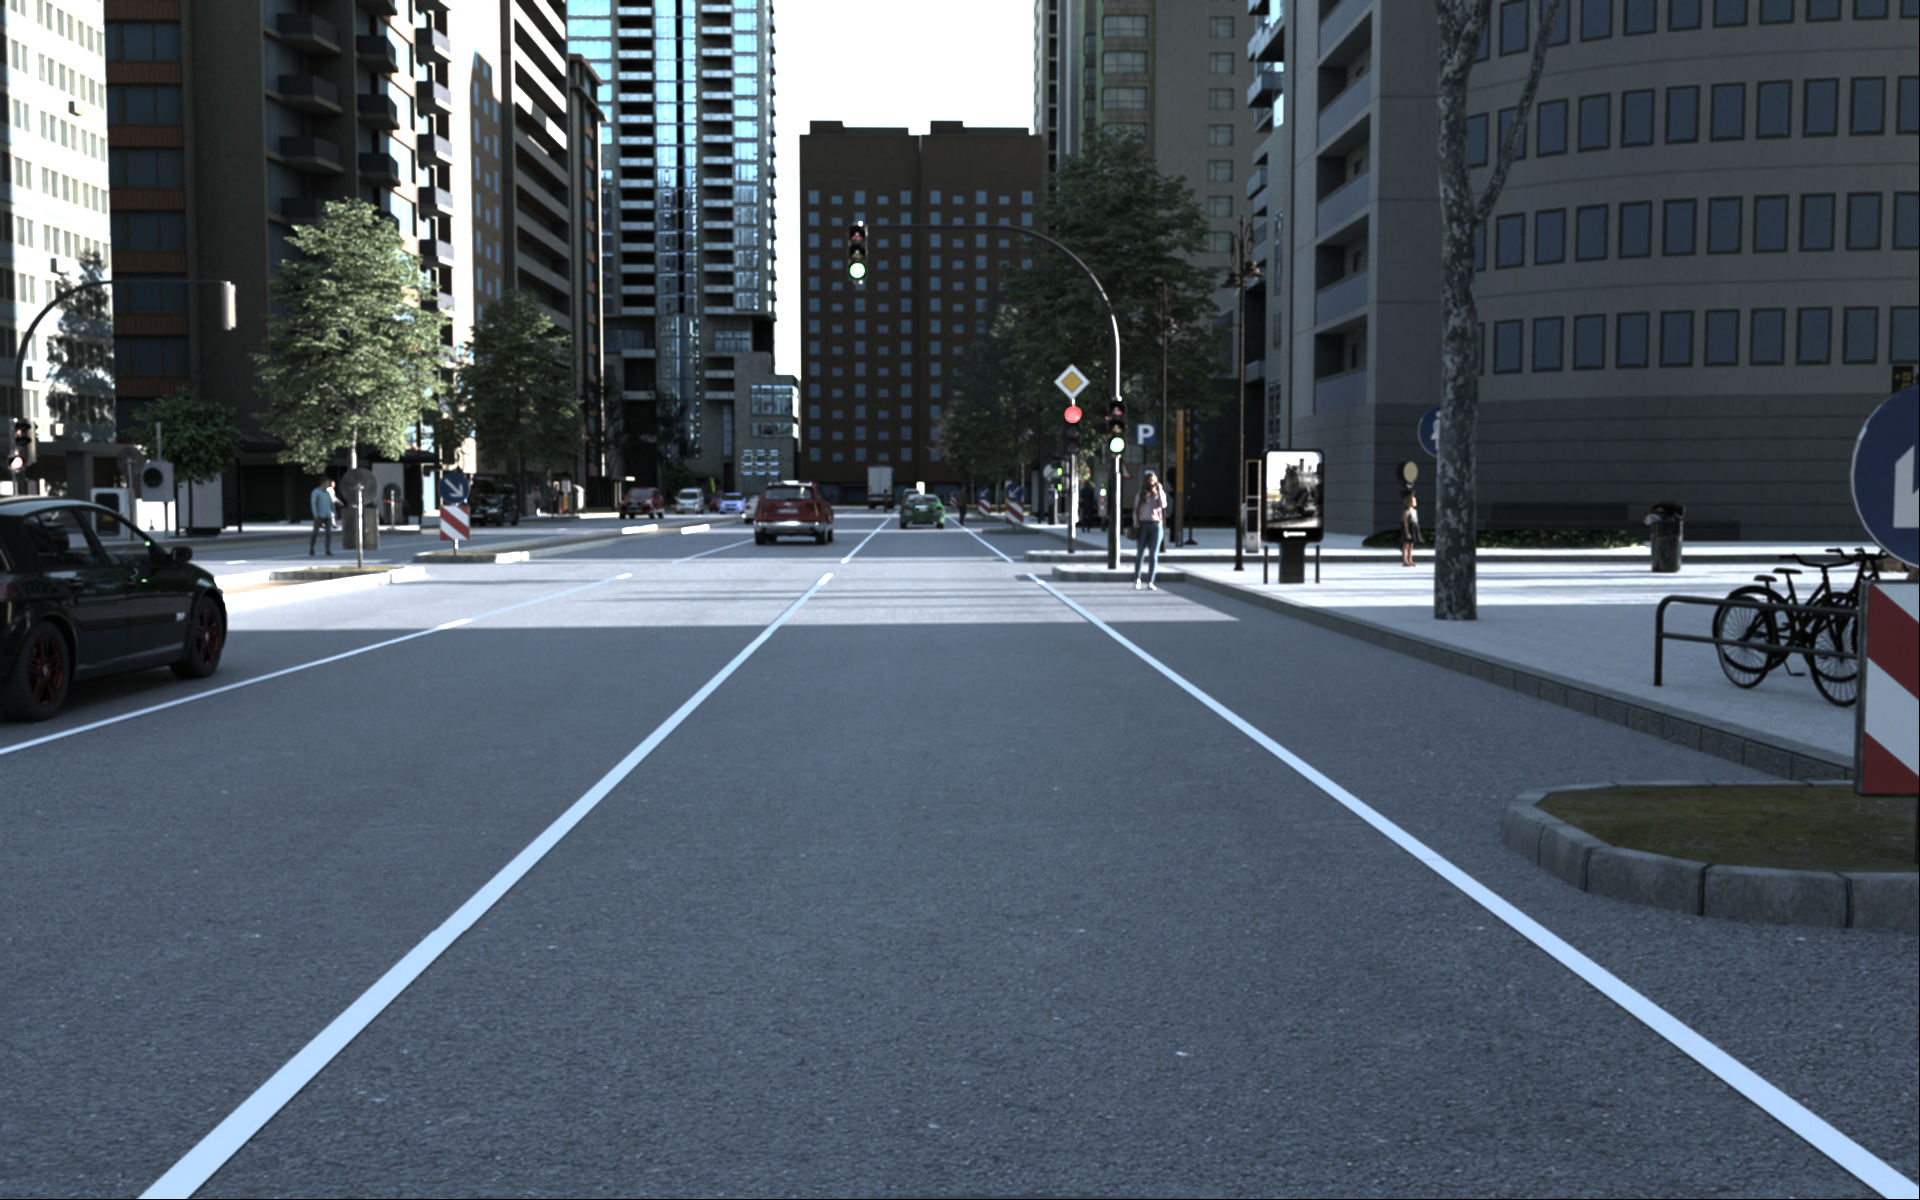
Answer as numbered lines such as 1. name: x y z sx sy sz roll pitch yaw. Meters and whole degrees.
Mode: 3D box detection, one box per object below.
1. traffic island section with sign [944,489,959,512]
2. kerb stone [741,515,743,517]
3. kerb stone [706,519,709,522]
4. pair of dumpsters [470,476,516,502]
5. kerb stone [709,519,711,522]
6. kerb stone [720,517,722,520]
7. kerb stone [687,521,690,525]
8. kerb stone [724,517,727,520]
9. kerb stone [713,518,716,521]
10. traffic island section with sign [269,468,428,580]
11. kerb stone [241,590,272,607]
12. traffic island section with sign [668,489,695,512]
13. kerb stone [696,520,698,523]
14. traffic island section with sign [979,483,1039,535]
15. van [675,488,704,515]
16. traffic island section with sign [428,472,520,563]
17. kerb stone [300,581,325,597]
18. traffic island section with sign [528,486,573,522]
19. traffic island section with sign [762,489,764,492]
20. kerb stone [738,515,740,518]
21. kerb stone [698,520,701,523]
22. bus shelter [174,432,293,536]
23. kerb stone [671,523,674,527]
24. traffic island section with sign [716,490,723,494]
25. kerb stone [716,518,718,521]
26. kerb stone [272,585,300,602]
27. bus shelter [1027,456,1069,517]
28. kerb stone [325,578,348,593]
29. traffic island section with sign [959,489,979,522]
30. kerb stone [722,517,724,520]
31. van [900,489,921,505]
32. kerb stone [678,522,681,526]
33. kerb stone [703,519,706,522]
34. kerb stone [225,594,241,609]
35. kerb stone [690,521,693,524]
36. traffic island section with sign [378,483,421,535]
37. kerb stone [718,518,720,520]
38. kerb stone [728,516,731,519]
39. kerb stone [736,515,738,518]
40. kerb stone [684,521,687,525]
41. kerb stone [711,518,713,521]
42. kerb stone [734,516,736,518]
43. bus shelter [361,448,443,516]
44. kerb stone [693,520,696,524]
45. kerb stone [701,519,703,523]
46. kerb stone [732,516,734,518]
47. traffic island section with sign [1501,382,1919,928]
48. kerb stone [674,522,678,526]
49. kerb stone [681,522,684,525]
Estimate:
1. traffic island section with sign: -0.165 -7.999 139.417 1.989 1.847 2.006 0 4 -1
2. kerb stone: -13.401 -5.058 104.890 0.120 0.150 1.000 0 4 -1
3. kerb stone: -12.945 -3.992 87.472 0.120 0.150 1.000 0 4 -1
4. pair of dumpsters: -24.164 -5.310 89.308 1.574 2.255 4.437 0 4 -2
5. kerb stone: -12.971 -4.055 88.495 0.120 0.150 1.000 0 4 -1
6. kerb stone: -13.095 -4.368 93.619 0.120 0.150 1.000 0 4 -1
7. kerb stone: -12.767 -3.553 80.292 0.120 0.150 1.000 0 4 -1
8. kerb stone: -13.153 -4.489 95.673 0.120 0.150 1.000 0 4 -1
9. kerb stone: -13.023 -4.181 90.553 0.120 0.150 1.000 0 4 -1
10. traffic island section with sign: -10.414 -1.305 29.476 2.006 1.907 1.989 0 4 -1
11. kerb stone: -9.184 -0.013 22.404 0.120 0.150 1.000 0 4 -1
12. traffic island section with sign: -22.280 -7.957 138.721 1.989 1.847 2.006 0 4 -1
13. kerb stone: -12.849 -3.742 83.379 0.120 0.150 1.000 0 4 -1
14. traffic island section with sign: 1.800 -3.281 62.269 1.989 1.847 2.006 0 4 -1
15. van: -19.120 -7.068 122.578 2.013 2.044 4.112 0 4 -2
16. traffic island section with sign: -10.593 -1.758 36.881 2.006 1.907 1.989 0 4 -1
17. kerb stone: -9.241 -0.138 24.460 0.120 0.150 1.000 0 4 -1
18. traffic island section with sign: -21.007 -4.920 89.066 1.989 1.847 2.006 0 4 -1
19. traffic island section with sign: -12.519 -6.352 111.995 2.006 1.907 1.989 0 4 -1
20. kerb stone: -13.336 -4.929 102.836 0.120 0.150 1.000 0 4 -1
21. kerb stone: -12.869 -3.805 84.404 0.120 0.150 1.000 0 4 -1
22. bus shelter: -23.399 -3.773 55.608 2.014 3.302 5.546 0 4 -1
23. kerb stone: -12.644 -3.237 75.172 0.120 0.150 1.000 0 4 -1
24. traffic island section with sign: -22.955 -9.605 165.667 1.989 1.847 2.006 0 4 -1
25. kerb stone: -13.052 -4.243 91.575 0.120 0.150 1.000 0 4 -1
26. kerb stone: -9.199 -0.075 23.433 0.120 0.150 1.000 0 4 -1
27. bus shelter: 4.762 -6.109 93.810 2.014 3.302 5.546 0 4 -1
28. kerb stone: -9.268 -0.201 25.489 0.120 0.150 1.000 0 4 -1
29. traffic island section with sign: 1.114 -4.929 89.215 1.989 1.847 2.006 0 4 -1
30. kerb stone: -13.130 -4.427 94.644 0.120 0.150 1.000 0 4 -1
31. van: -3.951 -8.311 142.894 2.013 2.044 4.112 0 4 -2
32. kerb stone: -12.682 -3.366 77.226 0.120 0.150 1.000 0 4 -1
33. kerb stone: -12.925 -3.930 86.447 0.120 0.150 1.000 0 4 -1
34. kerb stone: -9.161 0.054 21.365 0.120 0.150 1.000 0 4 -1
35. kerb stone: -12.788 -3.616 81.324 0.120 0.150 1.000 0 4 -1
36. traffic island section with sign: -20.302 -3.239 61.590 1.989 1.847 2.006 0 4 -1
37. kerb stone: -13.071 -4.306 92.597 0.120 0.150 1.000 0 4 -1
38. kerb stone: -13.202 -4.619 97.723 0.120 0.150 1.000 0 4 -1
39. kerb stone: -13.322 -4.870 101.813 0.120 0.150 1.000 0 4 -1
40. kerb stone: -12.737 -3.491 79.270 0.120 0.150 1.000 0 4 -1
41. kerb stone: -12.997 -4.115 89.518 0.120 0.150 1.000 0 4 -1
42. kerb stone: -13.287 -4.807 100.791 0.120 0.150 1.000 0 4 -1
43. bus shelter: -24.711 -5.083 77.029 2.014 3.302 5.546 0 4 -1
44. kerb stone: -12.819 -3.679 82.346 0.120 0.150 1.000 0 4 -1
45. kerb stone: -12.903 -3.867 85.425 0.120 0.150 1.000 0 4 -1
46. kerb stone: -13.263 -4.738 99.767 0.120 0.150 1.000 0 4 -1
47. traffic island section with sign: 3.229 0.120 6.670 1.989 1.847 2.006 0 4 -1
48. kerb stone: -12.661 -3.303 76.204 0.120 0.150 1.000 0 4 -1
49. kerb stone: -12.715 -3.427 78.248 0.120 0.150 1.000 0 4 -1
